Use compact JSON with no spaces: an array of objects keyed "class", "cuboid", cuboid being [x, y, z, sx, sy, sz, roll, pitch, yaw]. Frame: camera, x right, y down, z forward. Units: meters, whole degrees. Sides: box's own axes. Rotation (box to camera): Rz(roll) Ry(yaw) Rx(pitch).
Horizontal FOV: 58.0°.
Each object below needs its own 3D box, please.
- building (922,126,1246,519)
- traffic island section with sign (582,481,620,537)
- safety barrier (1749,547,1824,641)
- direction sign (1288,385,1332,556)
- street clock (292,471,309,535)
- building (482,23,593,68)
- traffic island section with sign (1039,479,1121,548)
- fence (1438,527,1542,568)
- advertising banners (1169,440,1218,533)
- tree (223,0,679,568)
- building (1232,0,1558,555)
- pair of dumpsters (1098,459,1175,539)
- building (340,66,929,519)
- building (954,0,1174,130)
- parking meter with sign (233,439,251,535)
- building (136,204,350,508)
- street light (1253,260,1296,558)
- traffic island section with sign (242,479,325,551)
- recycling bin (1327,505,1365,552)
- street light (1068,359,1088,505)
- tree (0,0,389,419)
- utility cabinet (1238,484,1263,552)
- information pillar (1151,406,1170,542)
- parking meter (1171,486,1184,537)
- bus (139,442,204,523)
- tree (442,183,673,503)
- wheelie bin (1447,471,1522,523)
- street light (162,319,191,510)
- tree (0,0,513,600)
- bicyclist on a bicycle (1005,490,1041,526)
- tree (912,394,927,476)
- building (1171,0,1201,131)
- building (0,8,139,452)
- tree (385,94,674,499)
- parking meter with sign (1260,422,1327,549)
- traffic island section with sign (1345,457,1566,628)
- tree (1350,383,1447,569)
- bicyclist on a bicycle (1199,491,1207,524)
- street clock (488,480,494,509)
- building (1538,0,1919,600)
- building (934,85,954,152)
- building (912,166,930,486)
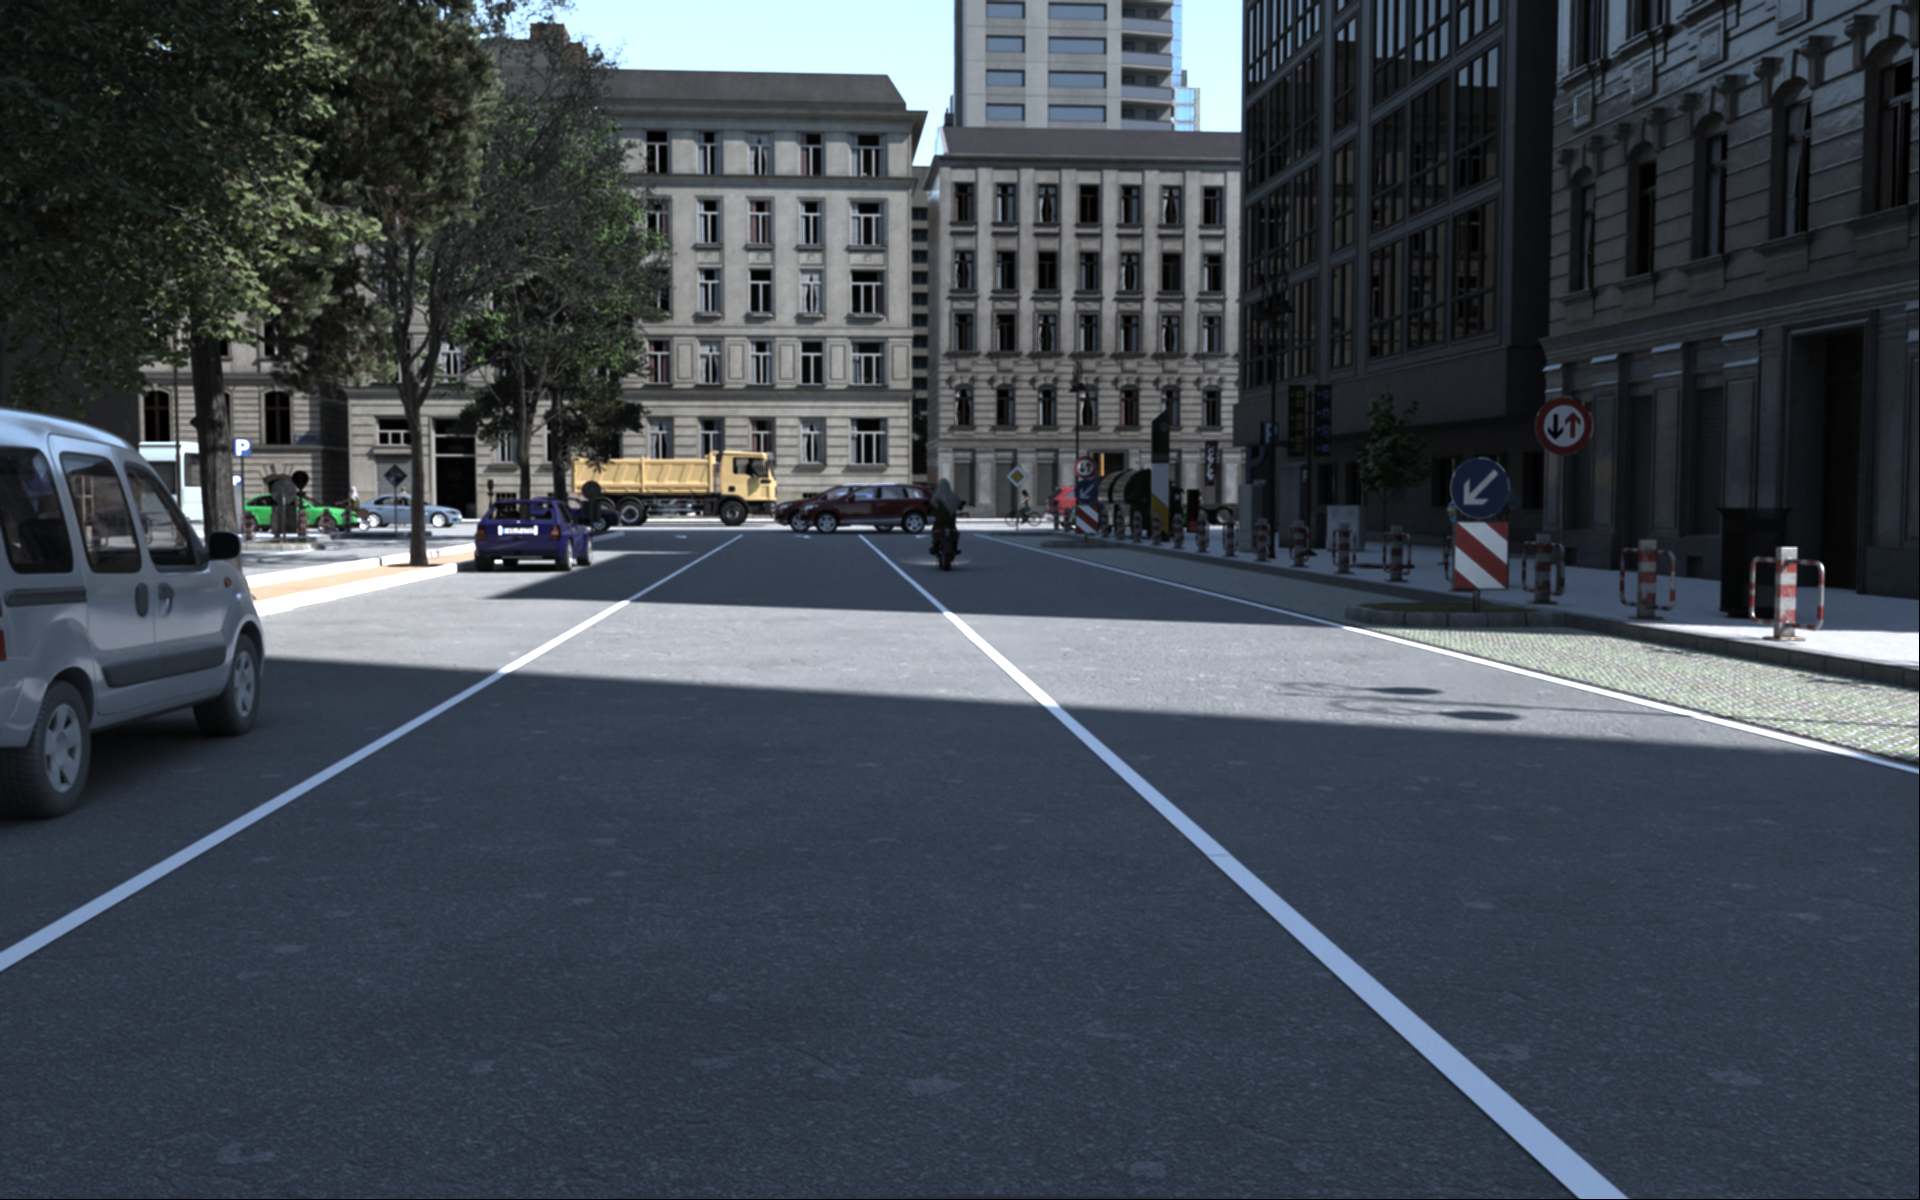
[{"class":"building","cuboid":[7.351,-14.986,94.171,18.267,20.994,9.793,0,4,-5]},{"class":"traffic island section with sign","cuboid":[-12.626,-3.109,58.966,2.006,1.907,1.989,0,4,-5]},{"class":"safety barrier","cuboid":[7.228,-0.055,15.168,0.300,0.817,1.120,0,4,-5]},{"class":"direction sign","cuboid":[7.255,-2.691,35.995,0.876,3.537,0.379,1,4,15]},{"class":"street clock","cuboid":[-20.348,-2.991,53.475,0.471,2.002,0.358,-1,4,-12]},{"class":"building","cuboid":[-42.669,-31.749,169.209,14.600,45.320,14.200,0,4,-5]},{"class":"traffic island section with sign","cuboid":[3.162,-2.303,46.286,1.989,1.847,2.006,0,4,-5]},{"class":"fence","cuboid":[9.457,-0.945,30.829,0.278,0.683,2.069,-3,5,-39]},{"class":"advertising banners","cuboid":[7.683,-3.736,57.264,2.074,3.025,0.090,3,5,45]},{"class":"tree","cuboid":[-10.607,-7.383,33.534,12.009,13.543,11.850,0,3,0]},{"class":"building","cuboid":[16.678,-15.325,44.066,14.314,27.812,24.014,0,4,-5]},{"class":"pair of dumpsters","cuboid":[5.173,-2.961,50.901,1.574,2.255,4.437,0,4,-5]},{"class":"building","cuboid":[-17.242,-16.015,95.136,30.059,22.955,16.112,0,4,-5]},{"class":"building","cuboid":[9.862,-38.425,170.254,21.231,58.520,28.212,0,4,-5]},{"class":"parking meter with sign","cuboid":[-23.224,-3.617,55.396,0.543,3.016,1.738,-3,5,-41]},{"class":"building","cuboid":[-49.903,-16.669,91.618,34.723,24.649,14.460,0,4,-5]},{"class":"street light","cuboid":[6.221,-3.768,34.391,0.468,5.910,1.993,0,4,-5]},{"class":"traffic island section with sign","cuboid":[-17.480,-2.193,44.491,1.989,1.847,2.006,0,4,-5]},{"class":"recycling bin","cuboid":[8.648,-1.604,38.782,0.722,1.027,0.722,2,4,24]},{"class":"street light","cuboid":[4.020,-5.293,59.336,0.468,5.910,1.993,0,4,-5]},{"class":"tree","cuboid":[-8.633,-5.787,15.199,7.486,12.596,7.792,0,3,0]},{"class":"utility cabinet","cuboid":[6.482,-1.828,38.562,0.318,1.500,1.173,1,4,21]},{"class":"information pillar","cuboid":[5.371,-3.362,46.323,0.504,3.616,0.183,0,4,-3]},{"class":"parking meter","cuboid":[6.502,-2.657,51.851,0.372,1.533,0.369,0,3,0]},{"class":"bus","cuboid":[-33.979,-4.084,61.631,13.247,3.499,2.948,0,4,-4]},{"class":"tree","cuboid":[-12.347,-7.857,52.972,6.751,12.117,7.091,0,3,0]},{"class":"wheelie bin","cuboid":[7.241,-0.978,23.899,0.980,1.594,0.693,1,4,9]},{"class":"street light","cuboid":[-19.735,-4.335,43.662,0.468,5.910,1.993,0,4,-5]},{"class":"tree","cuboid":[-9.985,-6.907,22.804,7.806,13.903,7.818,0,3,0]},{"class":"bicyclist on a bicycle","cuboid":[2.813,-4.094,76.957,1.625,1.676,1.499,0,4,-3]},{"class":"tree","cuboid":[-6.698,-17.315,190.518,7.806,13.903,7.818,0,3,0]},{"class":"building","cuboid":[21.803,-57.979,260.630,31.000,86.520,22.319,0,4,-5]},{"class":"building","cuboid":[-32.512,-13.214,45.734,15.834,23.373,12.332,0,4,-5]},{"class":"tree","cuboid":[-11.226,-7.120,44.627,9.928,11.665,9.643,0,3,0]},{"class":"parking meter with sign","cuboid":[7.963,-2.747,41.176,0.543,3.016,1.738,-3,4,-37]},{"class":"traffic island section with sign","cuboid":[5.432,-0.660,19.426,1.989,1.847,2.006,0,4,-5]},{"class":"tree","cuboid":[7.362,-2.170,30.075,1.663,3.219,1.824,0,3,0]},{"class":"bicyclist on a bicycle","cuboid":[11.474,-4.521,83.946,1.625,1.676,1.499,0,4,-3]},{"class":"street clock","cuboid":[-23.465,-5.018,86.619,0.358,2.002,0.471,0,4,-6]},{"class":"building","cuboid":[16.103,-10.625,22.865,9.793,20.994,18.267,0,4,-5]},{"class":"building","cuboid":[8.680,-35.488,199.833,23.786,49.044,30.456,0,4,-5]},{"class":"building","cuboid":[-4.858,-38.796,258.019,21.600,48.544,21.300,0,4,-5]}]
